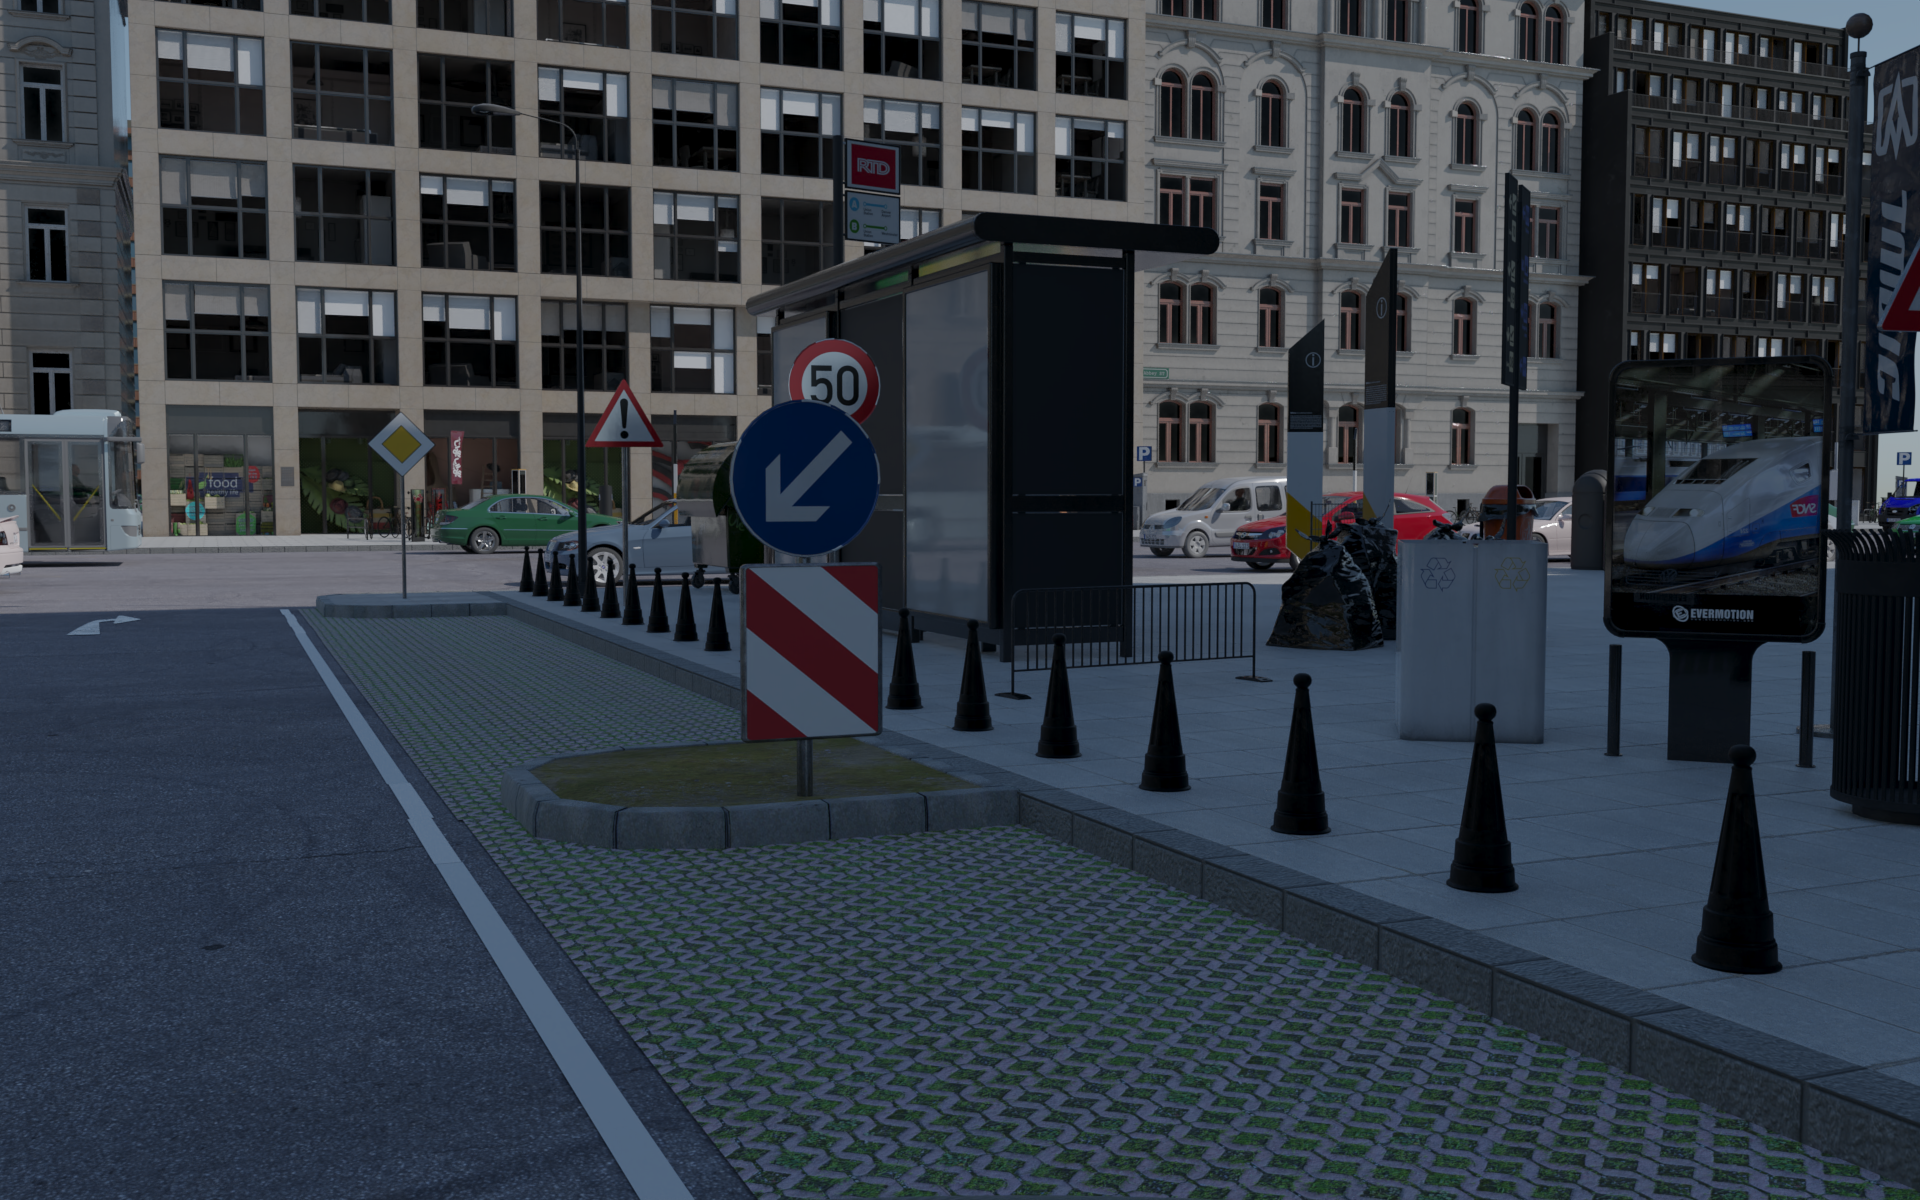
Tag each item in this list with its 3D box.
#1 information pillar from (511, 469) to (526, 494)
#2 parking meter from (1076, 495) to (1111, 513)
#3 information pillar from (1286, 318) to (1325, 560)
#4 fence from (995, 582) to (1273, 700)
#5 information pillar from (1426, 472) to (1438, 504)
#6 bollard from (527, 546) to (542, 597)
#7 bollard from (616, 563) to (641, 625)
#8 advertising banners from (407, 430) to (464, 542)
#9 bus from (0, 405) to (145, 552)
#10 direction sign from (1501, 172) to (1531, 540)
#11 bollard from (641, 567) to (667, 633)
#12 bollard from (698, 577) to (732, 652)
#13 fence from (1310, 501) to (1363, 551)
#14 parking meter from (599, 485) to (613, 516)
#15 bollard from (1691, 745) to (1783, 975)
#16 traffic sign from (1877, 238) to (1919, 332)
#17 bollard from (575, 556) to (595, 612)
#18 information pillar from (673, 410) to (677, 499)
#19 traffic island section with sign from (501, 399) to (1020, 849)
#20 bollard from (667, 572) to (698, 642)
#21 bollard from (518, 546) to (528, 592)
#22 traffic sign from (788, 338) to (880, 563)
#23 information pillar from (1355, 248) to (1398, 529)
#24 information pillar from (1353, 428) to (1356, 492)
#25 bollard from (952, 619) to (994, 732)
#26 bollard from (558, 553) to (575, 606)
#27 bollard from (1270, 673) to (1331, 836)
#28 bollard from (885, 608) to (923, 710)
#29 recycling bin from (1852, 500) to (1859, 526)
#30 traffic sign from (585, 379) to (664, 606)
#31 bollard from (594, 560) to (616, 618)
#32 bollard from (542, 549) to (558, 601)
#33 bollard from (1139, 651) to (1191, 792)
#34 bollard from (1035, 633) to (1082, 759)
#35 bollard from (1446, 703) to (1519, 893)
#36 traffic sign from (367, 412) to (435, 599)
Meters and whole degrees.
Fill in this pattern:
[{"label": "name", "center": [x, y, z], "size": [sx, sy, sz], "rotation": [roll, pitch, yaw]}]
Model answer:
[{"label": "information pillar", "center": [-13.023, -2.856, 51.184], "size": [0.304, 2.012, 0.304], "rotation": [2, 4, 31]}, {"label": "parking meter", "center": [1.663, -0.965, 21.481], "size": [0.399, 1.863, 0.255], "rotation": [2, 4, 26]}, {"label": "information pillar", "center": [4.635, -1.948, 23.198], "size": [0.504, 3.616, 0.183], "rotation": [0, 4, 2]}, {"label": "fence", "center": [1.179, 0.243, 11.406], "size": [2.069, 0.683, 0.278], "rotation": [-2, 4, -31]}, {"label": "information pillar", "center": [15.697, -3.254, 57.687], "size": [0.304, 2.012, 0.304], "rotation": [2, 4, 35]}, {"label": "bollard", "center": [-5.264, -0.349, 21.745], "size": [0.229, 0.601, 0.229], "rotation": [0, 3, 0]}, {"label": "bollard", "center": [-3.216, -0.060, 17.020], "size": [0.229, 0.601, 0.229], "rotation": [0, 3, 0]}, {"label": "advertising banners", "center": [-14.171, -3.106, 46.964], "size": [0.090, 3.025, 2.074], "rotation": [2, 4, 29]}, {"label": "bus", "center": [-22.005, -2.332, 32.983], "size": [13.247, 3.499, 2.948], "rotation": [-2, 4, -23]}, {"label": "direction sign", "center": [4.051, -1.265, 12.676], "size": [0.379, 3.537, 0.876], "rotation": [2, 4, 28]}, {"label": "bollard", "center": [-2.802, -0.002, 16.078], "size": [0.229, 0.601, 0.229], "rotation": [0, 3, 0]}, {"label": "bollard", "center": [-1.987, 0.113, 14.193], "size": [0.229, 0.601, 0.229], "rotation": [0, 3, 0]}, {"label": "fence", "center": [5.002, -0.664, 22.064], "size": [0.480, 1.192, 2.264], "rotation": [3, 5, 41]}, {"label": "parking meter", "center": [-10.143, -2.520, 49.605], "size": [0.372, 1.533, 0.369], "rotation": [0, 3, 0]}, {"label": "bollard", "center": [2.122, 0.693, 4.714], "size": [0.229, 0.601, 0.229], "rotation": [0, 3, 0]}, {"label": "traffic sign", "center": [3.396, -0.356, 5.819], "size": [0.884, 2.594, 0.081], "rotation": [-1, 4, -18]}, {"label": "bollard", "center": [-4.032, -0.175, 18.909], "size": [0.229, 0.601, 0.229], "rotation": [0, 3, 0]}, {"label": "information pillar", "center": [-7.886, -3.466, 48.019], "size": [0.183, 3.616, 0.504], "rotation": [0, 4, -8]}, {"label": "traffic island section with sign", "center": [-1.037, 0.042, 7.941], "size": [1.989, 1.847, 2.006], "rotation": [-2, 4, -23]}, {"label": "bollard", "center": [-2.397, 0.055, 15.134], "size": [0.229, 0.601, 0.229], "rotation": [0, 3, 0]}, {"label": "bollard", "center": [-5.672, -0.407, 22.688], "size": [0.229, 0.601, 0.229], "rotation": [0, 3, 0]}, {"label": "traffic sign", "center": [-1.038, -0.866, 14.266], "size": [0.768, 2.556, 0.104], "rotation": [-1, 4, -15]}, {"label": "information pillar", "center": [4.067, -1.555, 16.776], "size": [0.183, 3.616, 0.504], "rotation": [-1, 4, -15]}, {"label": "information pillar", "center": [14.011, -4.288, 61.459], "size": [0.183, 3.616, 0.504], "rotation": [1, 4, 19]}, {"label": "bollard", "center": [0.071, 0.404, 9.437], "size": [0.229, 0.601, 0.229], "rotation": [0, 3, 0]}, {"label": "bollard", "center": [-4.442, -0.233, 19.850], "size": [0.229, 0.601, 0.229], "rotation": [0, 3, 0]}, {"label": "bollard", "center": [1.302, 0.578, 6.597], "size": [0.229, 0.601, 0.229], "rotation": [0, 3, 0]}, {"label": "bollard", "center": [-0.334, 0.346, 10.380], "size": [0.229, 0.601, 0.229], "rotation": [0, 3, 0]}, {"label": "recycling bin", "center": [36.195, -3.554, 70.666], "size": [0.722, 1.027, 0.722], "rotation": [1, 4, 12]}, {"label": "traffic sign", "center": [-3.820, -1.207, 19.734], "size": [0.884, 2.594, 0.081], "rotation": [-1, 4, -19]}, {"label": "bollard", "center": [-3.624, -0.117, 17.962], "size": [0.229, 0.601, 0.229], "rotation": [0, 3, 0]}, {"label": "bollard", "center": [-4.852, -0.291, 20.792], "size": [0.229, 0.601, 0.229], "rotation": [0, 3, 0]}, {"label": "bollard", "center": [0.894, 0.520, 7.540], "size": [0.229, 0.601, 0.229], "rotation": [0, 3, 0]}, {"label": "bollard", "center": [0.484, 0.462, 8.482], "size": [0.229, 0.601, 0.229], "rotation": [0, 3, 0]}, {"label": "bollard", "center": [1.711, 0.635, 5.655], "size": [0.229, 0.601, 0.229], "rotation": [0, 3, 0]}, {"label": "traffic sign", "center": [-6.817, -1.073, 21.187], "size": [0.795, 2.450, 0.064], "rotation": [-2, 4, -23]}]
